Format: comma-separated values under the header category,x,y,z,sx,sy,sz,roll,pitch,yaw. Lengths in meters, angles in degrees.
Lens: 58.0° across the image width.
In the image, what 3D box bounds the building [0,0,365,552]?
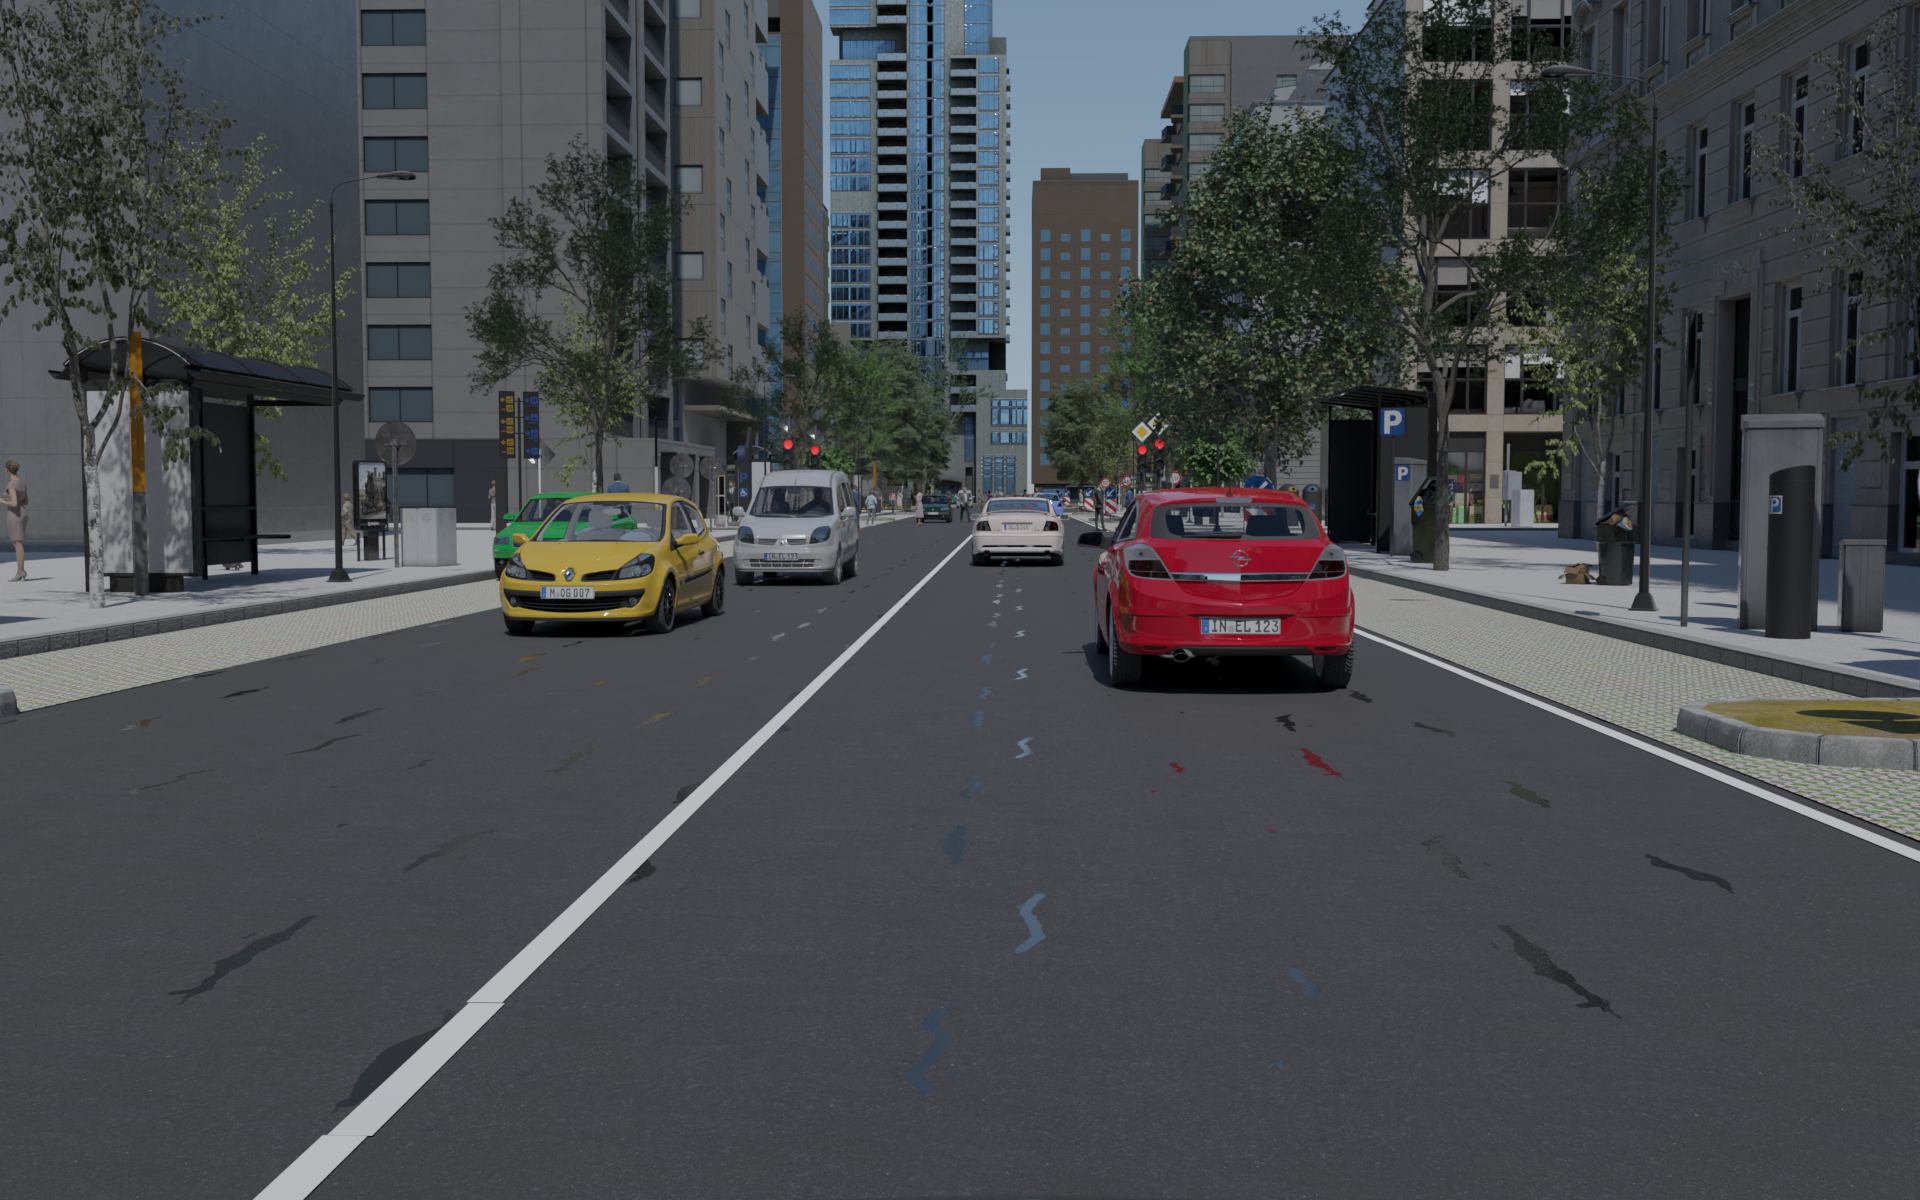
category,x,y,z,sx,sy,sz,roll,pitch,yaw
building,-32.404,-13.811,44.870,30.058,24.678,14.314,0,4,2

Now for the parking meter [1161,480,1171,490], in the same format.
category,x,y,z,sx,sy,sz,roll,pitch,yaw
parking meter,8.844,-4.200,74.377,0.255,1.863,0.399,-2,4,-27

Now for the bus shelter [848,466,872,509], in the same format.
category,x,y,z,sx,sy,sz,roll,pitch,yaw
bus shelter,-7.463,-7.845,122.191,2.014,3.302,5.546,0,4,2

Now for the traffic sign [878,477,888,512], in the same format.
category,x,y,z,sx,sy,sz,roll,pitch,yaw
traffic sign,-5.631,-7.708,126.135,0.768,2.556,0.104,1,4,10

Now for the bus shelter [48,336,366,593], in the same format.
category,x,y,z,sx,sy,sz,roll,pitch,yaw
bus shelter,-10.600,-1.901,25.013,2.014,3.302,5.546,0,4,2

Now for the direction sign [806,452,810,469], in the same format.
category,x,y,z,sx,sy,sz,roll,pitch,yaw
direction sign,-8.195,-6.198,93.330,0.379,3.537,0.876,-1,4,-15

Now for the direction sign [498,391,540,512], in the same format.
category,x,y,z,sx,sy,sz,roll,pitch,yaw
direction sign,-9.710,-2.827,38.215,0.876,3.537,0.379,-2,4,-27

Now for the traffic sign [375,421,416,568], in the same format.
category,x,y,z,sx,sy,sz,roll,pitch,yaw
traffic sign,-9.823,-1.837,30.133,0.768,2.556,0.104,1,4,10

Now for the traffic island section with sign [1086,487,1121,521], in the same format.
category,x,y,z,sx,sy,sz,roll,pitch,yaw
traffic island section with sign,7.884,-5.127,92.448,1.989,1.847,2.006,0,4,2

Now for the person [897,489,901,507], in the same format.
category,x,y,z,sx,sy,sz,roll,pitch,yaw
person,-5.880,-9.903,168.625,0.621,1.740,0.551,1,4,9

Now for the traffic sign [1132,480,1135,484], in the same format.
category,x,y,z,sx,sy,sz,roll,pitch,yaw
traffic sign,13.208,-8.238,134.790,0.768,2.556,0.104,1,4,11

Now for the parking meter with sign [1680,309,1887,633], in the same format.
category,x,y,z,sx,sy,sz,roll,pitch,yaw
parking meter with sign,7.773,-1.230,16.367,1.738,3.016,0.543,1,4,21

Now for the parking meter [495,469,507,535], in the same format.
category,x,y,z,sx,sy,sz,roll,pitch,yaw
parking meter,-10.707,-2.121,40.397,0.255,1.863,0.399,-1,4,-15

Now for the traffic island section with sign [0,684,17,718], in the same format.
category,x,y,z,sx,sy,sz,roll,pitch,yaw
traffic island section with sign,-7.132,-0.131,10.778,1.989,1.847,2.006,0,4,2

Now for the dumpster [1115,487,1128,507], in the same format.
category,x,y,z,sx,sy,sz,roll,pitch,yaw
dumpster,13.235,-8.251,140.668,1.264,1.857,1.865,0,4,2

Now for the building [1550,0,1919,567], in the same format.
category,x,y,z,sx,sy,sz,roll,pitch,yaw
building,22.757,-14.701,37.620,12.463,27.353,25.104,0,4,2

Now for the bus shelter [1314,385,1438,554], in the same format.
category,x,y,z,sx,sy,sz,roll,pitch,yaw
bus shelter,9.621,-3.004,40.400,1.731,3.624,6.357,0,4,2

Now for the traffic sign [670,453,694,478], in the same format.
category,x,y,z,sx,sy,sz,roll,pitch,yaw
traffic sign,-8.726,-3.315,54.305,0.768,2.556,0.104,0,4,4

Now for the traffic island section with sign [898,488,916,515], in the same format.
category,x,y,z,sx,sy,sz,roll,pitch,yaw
traffic island section with sign,-3.651,-6.829,120.283,1.989,1.847,2.006,0,4,2

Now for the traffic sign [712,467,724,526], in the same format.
category,x,y,z,sx,sy,sz,roll,pitch,yaw
traffic sign,-10.002,-4.313,70.620,0.768,2.556,0.104,1,4,11

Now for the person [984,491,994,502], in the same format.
category,x,y,z,sx,sy,sz,roll,pitch,yaw
person,2.450,-8.457,147.459,1.217,1.739,0.721,-1,4,-16

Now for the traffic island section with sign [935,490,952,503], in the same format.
category,x,y,z,sx,sy,sz,roll,pitch,yaw
traffic island section with sign,-2.087,-9.865,169.913,1.989,1.847,2.006,0,4,2

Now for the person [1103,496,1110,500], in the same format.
category,x,y,z,sx,sy,sz,roll,pitch,yaw
person,12.677,-8.640,147.437,0.705,1.807,1.348,3,5,44

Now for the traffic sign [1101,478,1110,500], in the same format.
category,x,y,z,sx,sy,sz,roll,pitch,yaw
traffic sign,11.637,-8.463,138.483,0.768,2.556,0.104,0,4,2

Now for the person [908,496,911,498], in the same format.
category,x,y,z,sx,sy,sz,roll,pitch,yaw
person,-5.320,-10.396,175.880,0.599,1.838,0.709,-1,4,-20

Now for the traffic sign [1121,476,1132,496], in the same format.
category,x,y,z,sx,sy,sz,roll,pitch,yaw
traffic sign,11.545,-7.327,119.909,0.768,2.556,0.104,1,4,10

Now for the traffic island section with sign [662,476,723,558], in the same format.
category,x,y,z,sx,sy,sz,roll,pitch,yaw
traffic island section with sign,-6.273,-1.800,38.056,1.989,1.847,2.006,0,4,2

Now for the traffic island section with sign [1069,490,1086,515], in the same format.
category,x,y,z,sx,sy,sz,roll,pitch,yaw
traffic island section with sign,8.738,-6.774,119.390,1.989,1.847,2.006,0,4,2

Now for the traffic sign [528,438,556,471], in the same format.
category,x,y,z,sx,sy,sz,roll,pitch,yaw
traffic sign,-9.881,-2.506,40.713,0.795,2.593,0.064,1,4,10

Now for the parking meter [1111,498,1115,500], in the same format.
category,x,y,z,sx,sy,sz,roll,pitch,yaw
parking meter,10.773,-6.974,122.437,0.372,1.533,0.369,0,3,0

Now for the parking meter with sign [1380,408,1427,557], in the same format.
category,x,y,z,sx,sy,sz,roll,pitch,yaw
parking meter with sign,9.405,-2.434,36.064,0.543,3.016,1.738,3,5,42

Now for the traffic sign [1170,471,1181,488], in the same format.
category,x,y,z,sx,sy,sz,roll,pitch,yaw
traffic sign,11.882,-5.865,96.006,0.768,2.556,0.104,1,4,9

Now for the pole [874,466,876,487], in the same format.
category,x,y,z,sx,sy,sz,roll,pitch,yaw
pole,-6.098,-7.971,124.170,0.158,3.312,0.155,0,3,0

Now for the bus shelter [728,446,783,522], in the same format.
category,x,y,z,sx,sy,sz,roll,pitch,yaw
bus shelter,-8.591,-4.959,75.005,2.014,3.302,5.546,0,4,2

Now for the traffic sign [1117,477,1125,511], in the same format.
category,x,y,z,sx,sy,sz,roll,pitch,yaw
traffic sign,12.100,-7.890,129.101,0.768,2.556,0.104,0,4,8

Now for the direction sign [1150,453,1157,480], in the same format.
category,x,y,z,sx,sy,sz,roll,pitch,yaw
direction sign,10.827,-6.402,96.673,0.379,3.537,0.876,2,4,34

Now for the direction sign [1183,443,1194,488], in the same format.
category,x,y,z,sx,sy,sz,roll,pitch,yaw
direction sign,10.171,-5.176,76.627,0.379,3.537,0.876,-3,4,-39

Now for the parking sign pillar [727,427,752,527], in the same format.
category,x,y,z,sx,sy,sz,roll,pitch,yaw
parking sign pillar,-8.562,-4.927,69.036,1.447,3.967,1.447,0,4,-1

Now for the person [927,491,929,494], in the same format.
category,x,y,z,sx,sy,sz,roll,pitch,yaw
person,-2.656,-8.407,146.667,1.217,1.743,0.721,-2,4,-25

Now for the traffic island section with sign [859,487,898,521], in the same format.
category,x,y,z,sx,sy,sz,roll,pitch,yaw
traffic island section with sign,-4.514,-5.181,93.342,1.989,1.847,2.006,0,4,2

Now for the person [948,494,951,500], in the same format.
category,x,y,z,sx,sy,sz,roll,pitch,yaw
person,-1.154,-10.560,184.390,0.421,1.427,0.697,-2,4,-25

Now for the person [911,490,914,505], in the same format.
category,x,y,z,sx,sy,sz,roll,pitch,yaw
person,-5.217,-11.219,190.282,0.742,1.727,0.445,-2,4,-29

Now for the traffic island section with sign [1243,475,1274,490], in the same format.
category,x,y,z,sx,sy,sz,roll,pitch,yaw
traffic island section with sign,6.115,-1.722,36.780,1.989,1.847,2.006,0,4,2

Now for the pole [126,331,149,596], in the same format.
category,x,y,z,sx,sy,sz,roll,pitch,yaw
pole,-10.354,-1.710,21.805,0.158,3.312,0.155,0,3,0

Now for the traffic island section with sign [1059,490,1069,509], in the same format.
category,x,y,z,sx,sy,sz,roll,pitch,yaw
traffic island section with sign,10.325,-9.836,169.448,1.989,1.847,2.006,0,4,2

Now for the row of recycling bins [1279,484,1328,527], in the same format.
category,x,y,z,sx,sy,sz,roll,pitch,yaw
row of recycling bins,14.348,-3.756,68.530,3.534,1.692,1.069,1,4,11

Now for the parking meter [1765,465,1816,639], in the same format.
category,x,y,z,sx,sy,sz,roll,pitch,yaw
parking meter,7.389,-0.428,15.415,0.372,1.533,0.369,0,3,0

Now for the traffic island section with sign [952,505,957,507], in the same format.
category,x,y,z,sx,sy,sz,roll,pitch,yaw
traffic island section with sign,-1.211,-11.533,197.194,1.989,1.847,2.006,0,4,2

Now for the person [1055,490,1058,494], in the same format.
category,x,y,z,sx,sy,sz,roll,pitch,yaw
person,8.879,-9.282,160.281,0.705,1.821,1.348,-1,4,-18

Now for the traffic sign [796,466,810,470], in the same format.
category,x,y,z,sx,sy,sz,roll,pitch,yaw
traffic sign,-7.161,-4.820,78.914,0.768,2.556,0.104,0,4,4

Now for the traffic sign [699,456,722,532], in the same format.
category,x,y,z,sx,sy,sz,roll,pitch,yaw
traffic sign,-8.349,-3.540,57.980,0.768,2.556,0.104,0,4,6

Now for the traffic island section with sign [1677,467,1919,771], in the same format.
category,x,y,z,sx,sy,sz,roll,pitch,yaw
traffic island section with sign,5.261,-0.074,9.838,1.989,1.847,2.006,0,4,2
